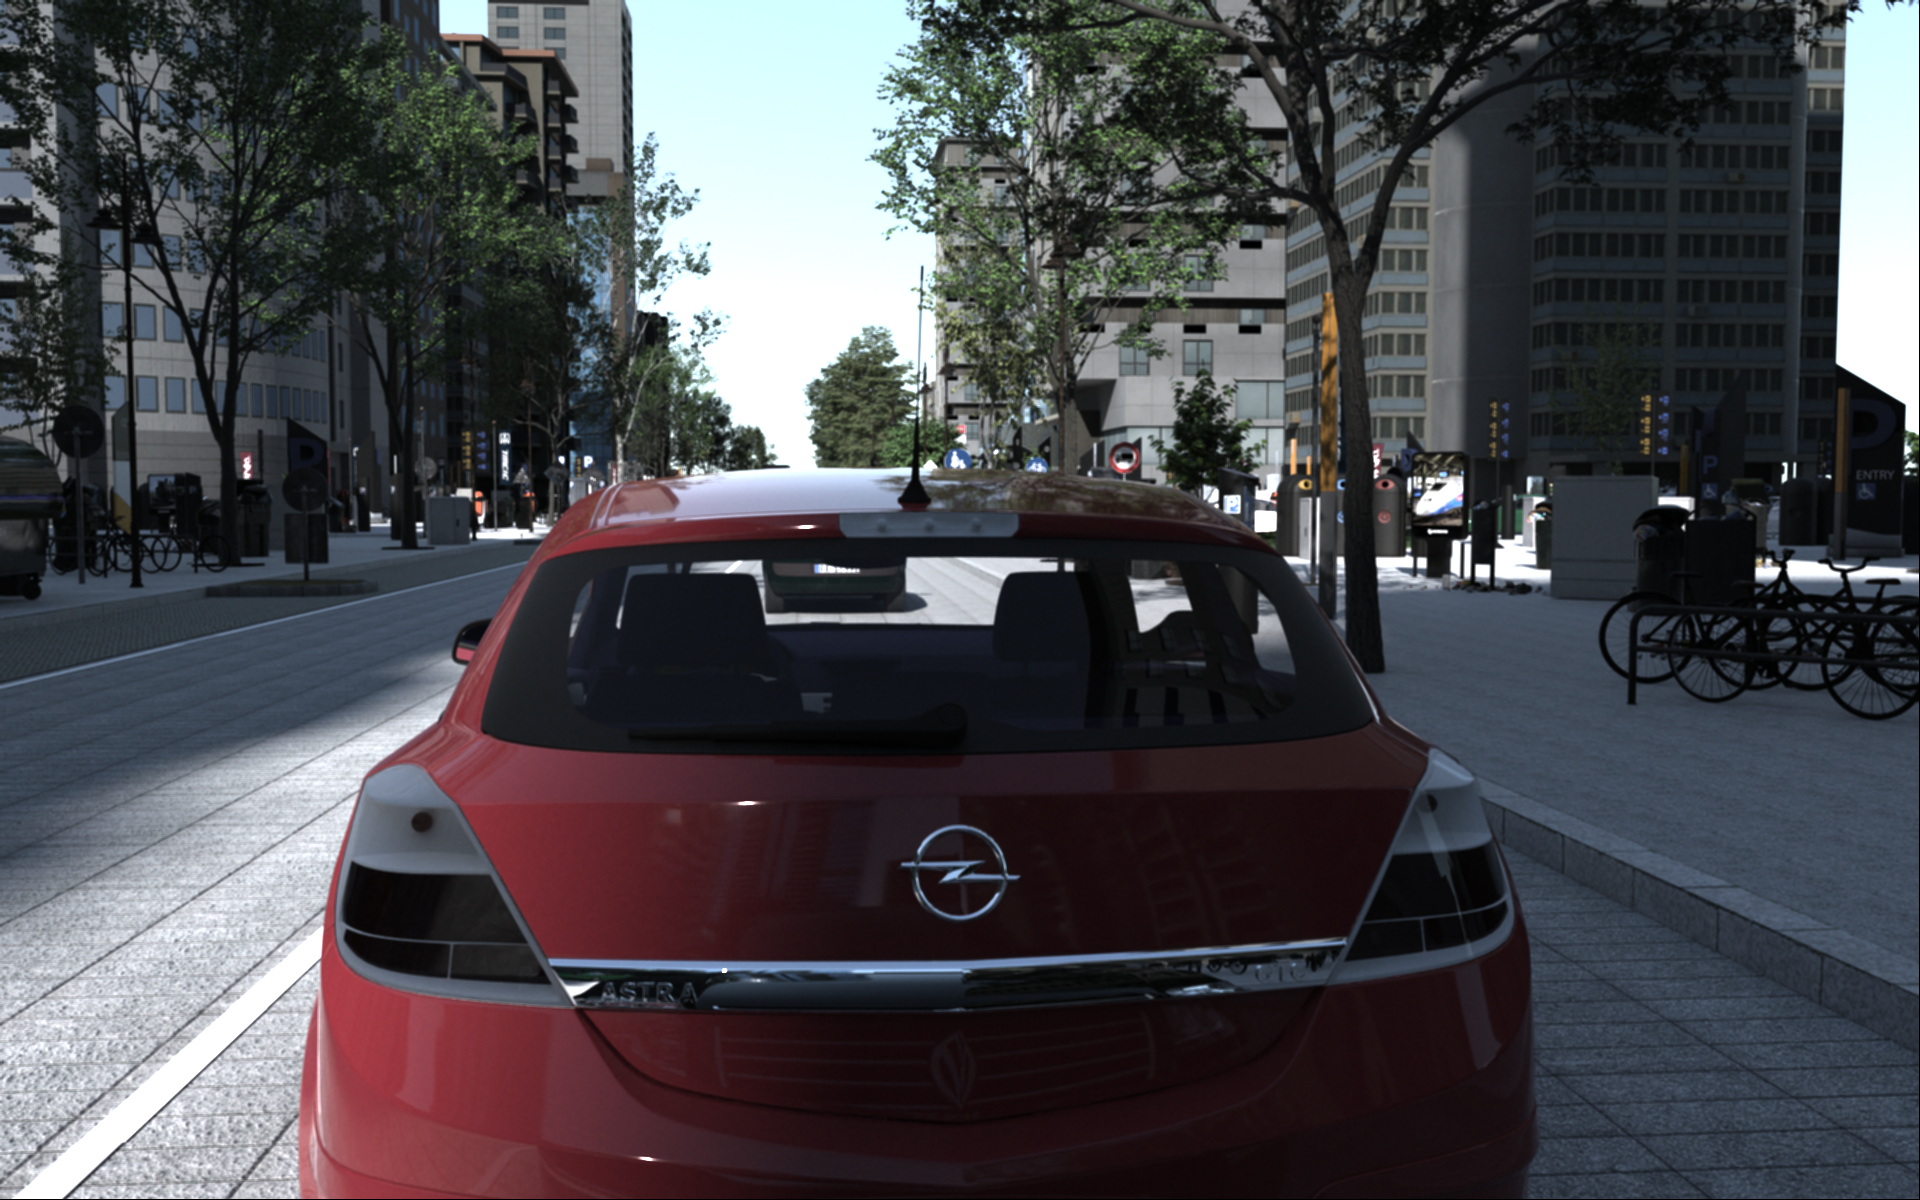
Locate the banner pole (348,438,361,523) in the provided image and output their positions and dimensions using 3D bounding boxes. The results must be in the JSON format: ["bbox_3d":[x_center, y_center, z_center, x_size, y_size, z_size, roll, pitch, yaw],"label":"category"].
[{"bbox_3d":[-27.162,-5.366,77.746,0.863,3.779,0.401,1,4,21],"label":"banner pole"}]

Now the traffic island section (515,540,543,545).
[{"bbox_3d":[-11.603,-1.692,49.940,2.009,0.180,2.903,0,4,-5],"label":"traffic island section"}]

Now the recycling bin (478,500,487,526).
[{"bbox_3d":[-19.662,-3.545,70.513,0.722,1.027,0.722,0,4,-7],"label":"recycling bin"}]

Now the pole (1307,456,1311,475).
[{"bbox_3d":[18.665,-6.046,92.702,0.158,3.312,0.155,0,3,0],"label":"pole"}]

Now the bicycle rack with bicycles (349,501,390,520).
[{"bbox_3d":[-29.359,-4.297,83.644,2.925,0.926,2.852,2,4,35],"label":"bicycle rack with bicycles"}]

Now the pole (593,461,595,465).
[{"bbox_3d":[-22.426,-6.854,105.900,0.158,3.312,0.155,0,3,0],"label":"pole"}]

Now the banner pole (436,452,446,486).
[{"bbox_3d":[-30.973,-6.917,103.114,0.401,3.779,0.863,3,5,40],"label":"banner pole"}]

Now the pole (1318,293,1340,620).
[{"bbox_3d":[3.772,-1.458,17.690,0.158,3.312,0.155,0,3,0],"label":"pole"}]

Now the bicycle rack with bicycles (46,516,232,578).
[{"bbox_3d":[-13.663,-0.884,27.833,2.925,0.926,2.852,2,4,23],"label":"bicycle rack with bicycles"}]

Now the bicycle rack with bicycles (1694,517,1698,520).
[{"bbox_3d":[20.064,-2.254,50.238,2.852,0.926,2.925,-1,4,-19],"label":"bicycle rack with bicycles"}]

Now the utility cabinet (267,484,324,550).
[{"bbox_3d":[-15.038,-1.870,39.253,1.173,1.500,0.318,-1,4,-15],"label":"utility cabinet"}]

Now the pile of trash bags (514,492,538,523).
[{"bbox_3d":[-20.133,-4.228,78.885,1.912,1.369,3.447,-3,4,-36],"label":"pile of trash bags"}]

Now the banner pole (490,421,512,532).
[{"bbox_3d":[-15.636,-4.221,59.030,0.863,3.779,0.401,1,4,14],"label":"banner pole"}]

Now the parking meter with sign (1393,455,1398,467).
[{"bbox_3d":[18.505,-4.937,76.975,1.738,3.016,0.543,0,4,0],"label":"parking meter with sign"}]

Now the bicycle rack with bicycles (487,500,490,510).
[{"bbox_3d":[-26.441,-5.075,96.365,2.852,0.926,2.925,-1,4,-22],"label":"bicycle rack with bicycles"}]

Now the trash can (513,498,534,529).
[{"bbox_3d":[-15.957,-3.160,63.325,0.748,1.137,0.748,0,3,0],"label":"trash can"}]

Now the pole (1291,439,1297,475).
[{"bbox_3d":[12.337,-4.298,64.108,0.158,3.312,0.155,0,3,0],"label":"pole"}]

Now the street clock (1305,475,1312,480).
[{"bbox_3d":[13.065,-3.687,64.860,0.471,2.002,0.358,-2,4,-34],"label":"street clock"}]

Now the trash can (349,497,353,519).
[{"bbox_3d":[-30.138,-4.533,85.774,0.748,1.137,0.748,0,3,0],"label":"trash can"}]

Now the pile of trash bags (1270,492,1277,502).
[{"bbox_3d":[12.721,-3.846,72.635,1.912,1.369,3.447,-1,4,-14],"label":"pile of trash bags"}]

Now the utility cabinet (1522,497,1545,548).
[{"bbox_3d":[13.832,-1.871,41.747,0.306,1.237,1.020,0,4,5],"label":"utility cabinet"}]

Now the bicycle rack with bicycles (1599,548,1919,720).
[{"bbox_3d":[5.330,0.162,10.736,2.852,0.926,2.925,-3,5,-43],"label":"bicycle rack with bicycles"}]

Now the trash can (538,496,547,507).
[{"bbox_3d":[-30.281,-6.970,125.619,0.748,1.137,0.748,0,3,0],"label":"trash can"}]

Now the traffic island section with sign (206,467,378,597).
[{"bbox_3d":[-9.504,-0.994,24.878,1.989,1.847,2.006,0,4,-5],"label":"traffic island section with sign"}]

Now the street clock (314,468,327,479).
[{"bbox_3d":[-18.167,-2.718,49.006,0.471,2.002,0.358,1,4,20],"label":"street clock"}]

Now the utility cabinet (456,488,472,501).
[{"bbox_3d":[-19.526,-3.604,67.610,1.173,1.500,0.318,-2,4,-31],"label":"utility cabinet"}]

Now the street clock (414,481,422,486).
[{"bbox_3d":[-30.284,-5.630,96.617,0.471,2.002,0.358,-3,5,-41],"label":"street clock"}]

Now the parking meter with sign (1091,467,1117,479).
[{"bbox_3d":[4.038,-3.195,48.500,1.738,3.016,0.543,0,4,0],"label":"parking meter with sign"}]

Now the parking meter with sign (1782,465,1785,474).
[{"bbox_3d":[50.738,-6.679,105.458,1.738,3.016,0.543,-1,4,-9],"label":"parking meter with sign"}]

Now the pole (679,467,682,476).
[{"bbox_3d":[-20.912,-8.310,129.704,0.158,3.312,0.155,0,3,0],"label":"pole"}]

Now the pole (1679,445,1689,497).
[{"bbox_3d":[29.982,-4.773,71.884,0.158,3.312,0.155,0,3,0],"label":"pole"}]

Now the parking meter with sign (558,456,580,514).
[{"bbox_3d":[-17.613,-5.119,79.949,1.738,3.016,0.543,-3,5,-44],"label":"parking meter with sign"}]

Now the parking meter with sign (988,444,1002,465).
[{"bbox_3d":[0.699,-3.861,59.386,0.543,3.016,1.738,3,5,39],"label":"parking meter with sign"}]

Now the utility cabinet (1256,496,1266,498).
[{"bbox_3d":[11.728,-3.485,68.136,0.306,1.237,1.020,-1,4,-9],"label":"utility cabinet"}]

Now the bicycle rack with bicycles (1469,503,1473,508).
[{"bbox_3d":[36.923,-6.931,126.697,2.852,0.926,2.925,-1,4,-17],"label":"bicycle rack with bicycles"}]

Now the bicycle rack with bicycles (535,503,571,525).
[{"bbox_3d":[-16.718,-3.698,73.849,2.925,0.926,2.852,-1,4,-18],"label":"bicycle rack with bicycles"}]

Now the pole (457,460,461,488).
[{"bbox_3d":[-30.398,-6.807,105.133,0.158,3.312,0.155,0,3,0],"label":"pole"}]

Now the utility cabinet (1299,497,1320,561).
[{"bbox_3d":[6.855,-1.386,33.816,0.306,1.237,1.020,0,4,0],"label":"utility cabinet"}]

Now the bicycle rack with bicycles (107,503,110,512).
[{"bbox_3d":[-32.222,-3.234,66.261,2.925,0.926,2.852,-2,4,-29],"label":"bicycle rack with bicycles"}]

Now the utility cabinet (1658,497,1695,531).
[{"bbox_3d":[15.148,-1.586,37.086,1.020,1.237,0.306,3,5,41],"label":"utility cabinet"}]

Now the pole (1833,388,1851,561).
[{"bbox_3d":[17.001,-2.419,33.391,0.158,3.312,0.155,0,3,0],"label":"pole"}]

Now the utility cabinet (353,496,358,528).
[{"bbox_3d":[-22.503,-3.293,64.999,0.306,1.237,1.020,-2,4,-33],"label":"utility cabinet"}]

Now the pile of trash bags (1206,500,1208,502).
[{"bbox_3d":[9.446,-3.222,62.435,1.912,1.369,3.447,0,3,0],"label":"pile of trash bags"}]

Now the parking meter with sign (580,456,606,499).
[{"bbox_3d":[-16.388,-5.024,78.410,0.543,3.016,1.738,-3,5,-44],"label":"parking meter with sign"}]

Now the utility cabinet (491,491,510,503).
[{"bbox_3d":[-29.753,-6.331,112.189,1.173,1.500,0.318,-1,4,-12],"label":"utility cabinet"}]

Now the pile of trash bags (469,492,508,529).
[{"bbox_3d":[-17.862,-3.358,64.651,1.912,1.369,3.447,-1,4,-12],"label":"pile of trash bags"}]

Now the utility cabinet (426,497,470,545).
[{"bbox_3d":[-12.971,-2.003,43.916,1.020,1.237,0.306,-3,4,-37],"label":"utility cabinet"}]

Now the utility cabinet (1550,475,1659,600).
[{"bbox_3d":[7.791,-0.750,20.944,1.173,1.500,0.318,3,4,39],"label":"utility cabinet"}]

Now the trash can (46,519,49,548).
[{"bbox_3d":[-20.961,-1.684,39.187,0.748,1.137,0.748,0,3,0],"label":"trash can"}]

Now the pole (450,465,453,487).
[{"bbox_3d":[-35.463,-7.767,120.833,0.158,3.312,0.155,0,3,0],"label":"pole"}]

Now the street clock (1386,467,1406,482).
[{"bbox_3d":[11.667,-2.558,46.386,0.471,2.002,0.358,3,5,39],"label":"street clock"}]

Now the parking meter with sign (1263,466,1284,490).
[{"bbox_3d":[19.078,-6.774,107.016,1.738,3.016,0.543,1,4,15],"label":"parking meter with sign"}]
